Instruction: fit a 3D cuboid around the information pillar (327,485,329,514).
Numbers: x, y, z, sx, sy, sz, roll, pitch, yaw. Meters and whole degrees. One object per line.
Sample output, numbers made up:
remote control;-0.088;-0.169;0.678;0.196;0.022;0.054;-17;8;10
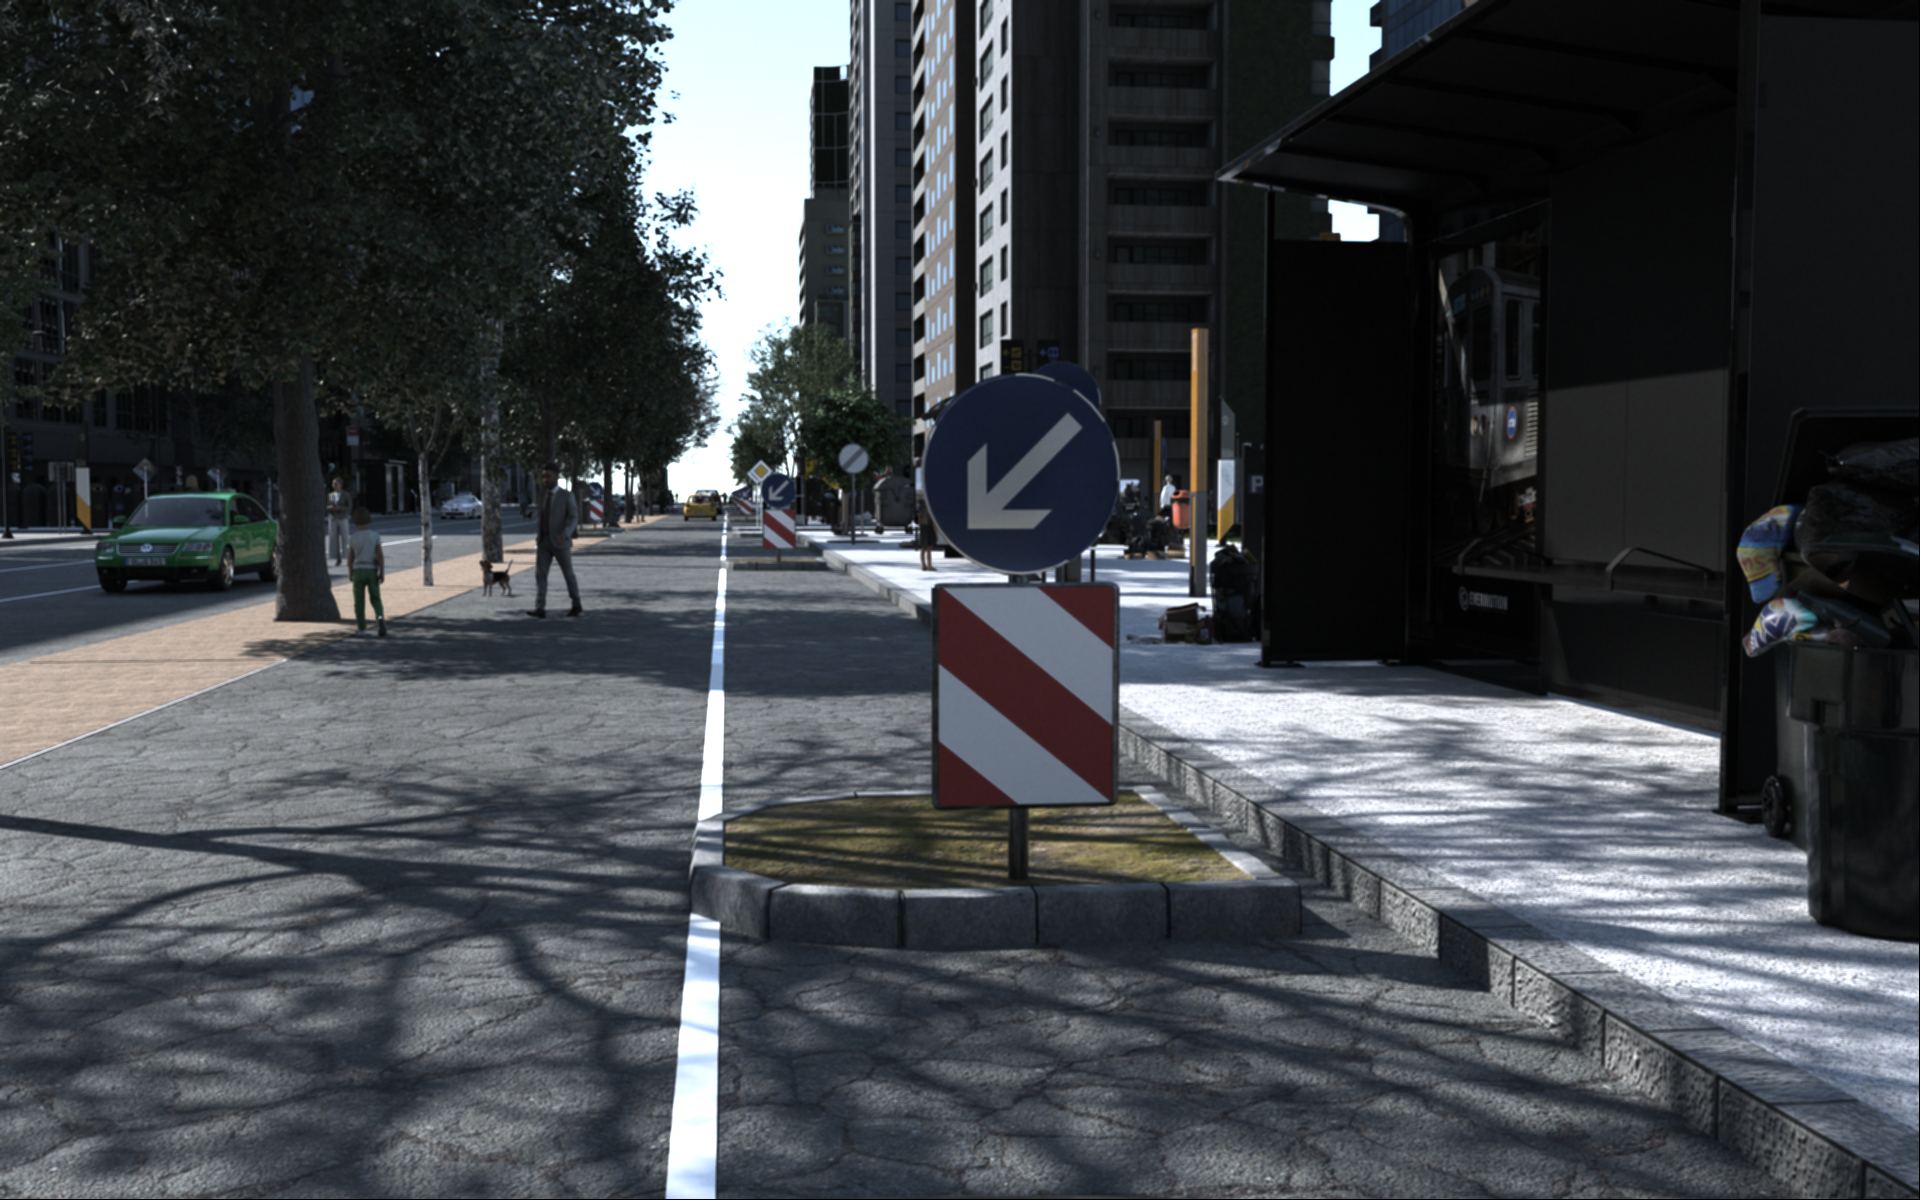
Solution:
information pillar;-41.798;-6.716;114.292;0.304;2.012;0.304;-1;4;-10

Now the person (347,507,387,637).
person;-5.941;-0.282;17.358;0.306;1.304;0.590;-3;5;-40

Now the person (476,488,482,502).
person;-40.369;-8.524;145.858;0.683;1.767;0.568;-3;5;-39

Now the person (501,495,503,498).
person;-42.264;-9.341;158.773;0.705;1.822;1.348;1;4;11

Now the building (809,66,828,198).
building;-16.569;-52.092;289.951;20.563;71.187;20.611;0;4;-8

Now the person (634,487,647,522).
person;-16.335;-4.876;88.314;0.635;1.810;0.391;2;4;26

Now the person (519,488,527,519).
person;-25.554;-5.657;101.340;0.444;1.785;0.601;3;5;39

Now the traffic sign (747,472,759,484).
traffic sign;-7.701;-3.899;65.935;0.795;2.593;0.064;0;4;-8

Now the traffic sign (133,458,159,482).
traffic sign;-26.059;-3.257;55.437;0.795;2.593;0.064;0;4;-8

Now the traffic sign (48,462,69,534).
traffic sign;-28.619;-3.235;55.024;0.606;2.300;0.079;0;4;-5

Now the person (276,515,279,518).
person;-36.159;-5.232;91.692;0.679;1.850;0.850;0;4;2

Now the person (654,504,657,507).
person;-34.923;-11.437;198.757;1.065;1.426;0.557;0;4;2

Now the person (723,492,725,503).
person;-36.125;-15.719;265.438;0.705;1.831;1.348;-2;4;-28

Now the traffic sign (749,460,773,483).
traffic sign;-6.636;-3.415;58.021;0.795;2.593;0.064;0;4;-8

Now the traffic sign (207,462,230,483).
traffic sign;-27.124;-3.741;63.351;0.795;2.593;0.064;0;4;-8

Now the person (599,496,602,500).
person;-45.900;-13.013;221.288;1.348;1.821;0.705;0;4;2

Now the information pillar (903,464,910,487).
information pillar;-4.011;-8.504;130.398;0.504;3.616;0.183;1;4;23

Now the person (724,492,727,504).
person;-34.257;-14.927;253.091;0.617;1.759;0.750;-1;4;-9

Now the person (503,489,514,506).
person;-49.625;-11.281;190.494;1.348;1.824;0.705;1;4;10

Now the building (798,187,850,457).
building;-13.895;-39.492;269.393;21.300;48.544;21.600;0;4;-8

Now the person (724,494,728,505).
person;-30.714;-13.187;227.335;0.421;1.427;0.697;1;4;16

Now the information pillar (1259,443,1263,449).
information pillar;12.386;-4.844;70.552;0.504;3.616;0.183;-2;4;-27

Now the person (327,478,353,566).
person;-12.392;-1.557;34.510;0.519;1.759;0.362;0;4;6

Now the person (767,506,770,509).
person;-13.884;-7.291;125.920;0.598;1.740;0.731;-2;4;-33

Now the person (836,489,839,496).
person;-8.807;-7.155;124.038;0.522;1.701;0.512;1;4;20

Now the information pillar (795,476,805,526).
information pillar;-6.382;-3.953;69.117;0.304;2.012;0.304;1;4;14

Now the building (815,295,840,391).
building;-14.026;-29.322;251.118;14.160;30.474;14.107;0;4;-8

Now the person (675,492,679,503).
person;-45.006;-16.298;275.060;0.705;1.812;1.348;2;4;29

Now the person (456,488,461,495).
person;-43.115;-8.696;148.674;0.568;1.767;0.683;-1;4;-13

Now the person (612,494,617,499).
person;-31.731;-9.048;157.221;1.217;1.735;0.721;0;4;-5

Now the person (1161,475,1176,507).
person;6.312;-2.817;51.974;0.818;1.842;0.514;1;4;22

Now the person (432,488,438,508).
person;-49.143;-9.570;162.379;0.709;1.838;0.599;-1;4;-10

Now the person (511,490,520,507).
person;-44.779;-10.267;174.698;0.721;1.735;1.217;3;4;36

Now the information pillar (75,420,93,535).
information pillar;-27.642;-3.868;54.589;0.504;3.616;0.183;1;4;21

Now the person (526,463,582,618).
person;-4.686;-0.692;20.085;0.678;1.792;0.850;1;4;22

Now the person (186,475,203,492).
person;-14.718;-1.560;34.217;1.509;1.804;0.699;-3;4;-38

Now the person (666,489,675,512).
person;-22.415;-7.696;134.425;0.616;1.811;0.778;3;4;38

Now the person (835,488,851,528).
person;-4.443;-3.653;65.867;0.850;1.850;0.679;-1;4;-16

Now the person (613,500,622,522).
person;-17.696;-4.612;89.400;0.738;1.151;1.012;0;4;8

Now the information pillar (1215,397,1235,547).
information pillar;6.445;-3.096;41.977;0.504;3.616;0.183;-3;4;-36

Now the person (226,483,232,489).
person;-37.076;-5.018;87.996;0.656;1.842;0.836;1;4;14

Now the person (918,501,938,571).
person;-0.533;-1.112;28.891;0.362;1.253;0.373;3;5;41

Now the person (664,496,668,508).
person;-29.351;-9.972;172.269;1.217;1.743;0.721;2;4;30

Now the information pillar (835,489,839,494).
information pillar;-9.964;-8.324;140.593;0.304;2.012;0.304;2;4;34

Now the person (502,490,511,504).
person;-58.377;-13.266;223.018;1.350;1.814;0.705;-3;5;-39

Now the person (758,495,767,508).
person;-16.341;-8.471;145.232;1.217;1.739;0.721;-1;4;-14
